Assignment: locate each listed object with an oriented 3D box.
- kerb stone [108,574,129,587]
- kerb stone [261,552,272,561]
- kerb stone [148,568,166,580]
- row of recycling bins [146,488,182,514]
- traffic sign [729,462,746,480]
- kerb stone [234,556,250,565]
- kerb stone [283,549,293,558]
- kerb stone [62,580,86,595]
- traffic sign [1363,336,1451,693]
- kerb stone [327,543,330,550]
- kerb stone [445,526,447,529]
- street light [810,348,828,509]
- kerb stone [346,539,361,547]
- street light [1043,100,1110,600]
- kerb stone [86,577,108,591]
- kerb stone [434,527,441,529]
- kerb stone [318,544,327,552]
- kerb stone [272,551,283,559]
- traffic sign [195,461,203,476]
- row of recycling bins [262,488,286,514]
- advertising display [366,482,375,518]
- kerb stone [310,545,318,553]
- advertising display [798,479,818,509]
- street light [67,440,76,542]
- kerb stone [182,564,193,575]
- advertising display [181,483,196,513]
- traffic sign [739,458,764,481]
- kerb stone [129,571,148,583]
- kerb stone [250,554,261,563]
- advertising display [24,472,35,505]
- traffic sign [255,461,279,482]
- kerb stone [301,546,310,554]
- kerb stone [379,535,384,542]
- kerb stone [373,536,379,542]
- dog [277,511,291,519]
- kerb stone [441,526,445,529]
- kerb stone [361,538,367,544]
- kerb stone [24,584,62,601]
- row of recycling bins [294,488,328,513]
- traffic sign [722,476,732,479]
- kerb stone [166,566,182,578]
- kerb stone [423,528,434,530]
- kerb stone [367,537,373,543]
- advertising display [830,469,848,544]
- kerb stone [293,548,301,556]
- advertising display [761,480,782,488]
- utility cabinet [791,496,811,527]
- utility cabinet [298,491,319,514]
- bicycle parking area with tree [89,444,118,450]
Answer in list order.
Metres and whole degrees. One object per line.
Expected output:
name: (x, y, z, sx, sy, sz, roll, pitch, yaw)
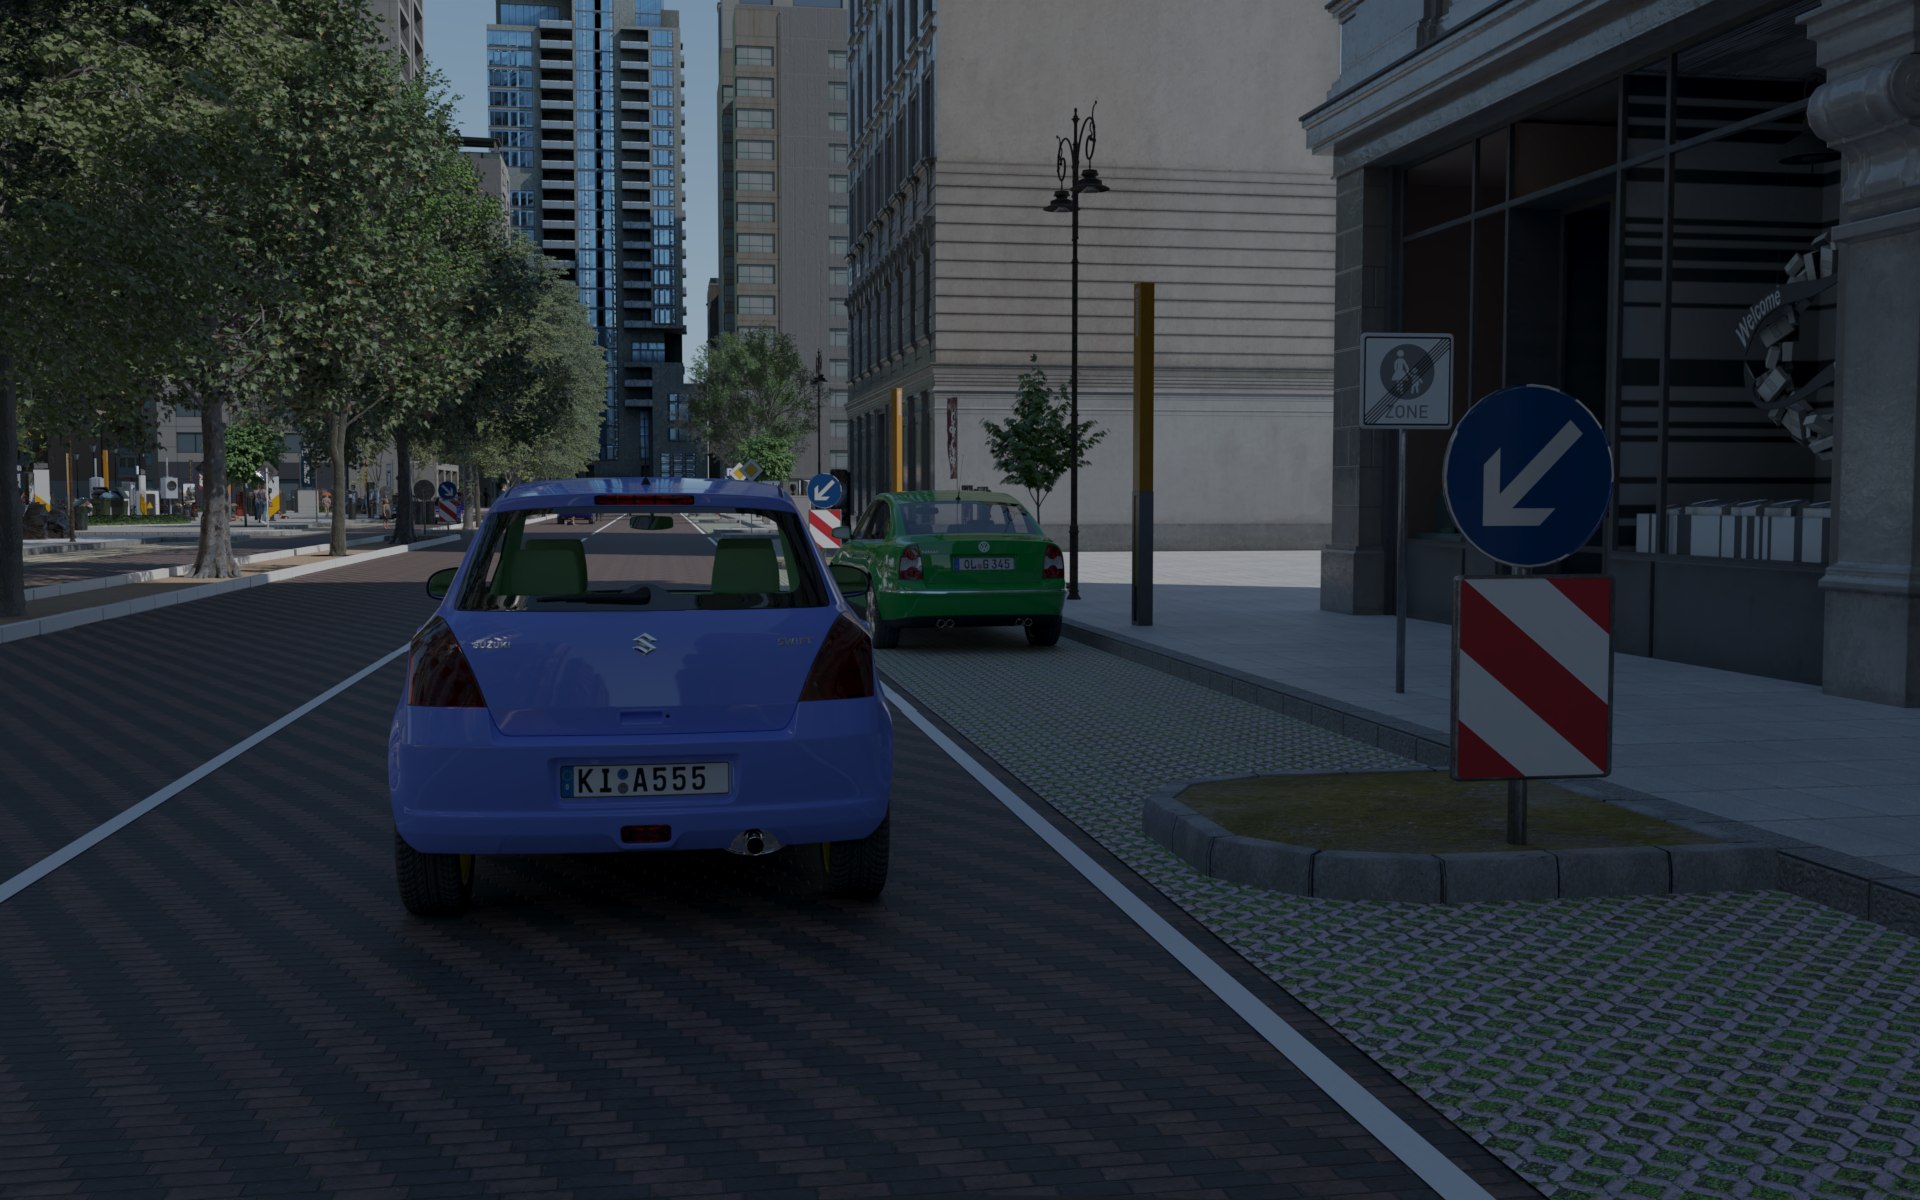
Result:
kerb stone: (-13.153, -0.284, 26.872, 0.120, 0.150, 1.000, -1, 4, -10)
kerb stone: (-14.922, -0.904, 36.983, 0.120, 0.150, 1.000, -1, 4, -10)
kerb stone: (-13.505, -0.410, 28.913, 0.120, 0.150, 1.000, -1, 4, -10)
row of recycling bins: (-51.769, -6.465, 112.809, 3.534, 1.692, 1.069, 2, 4, 25)
traffic sign: (-8.056, -3.752, 63.538, 0.795, 2.593, 0.064, -1, 4, -10)
kerb stone: (-14.567, -0.781, 34.967, 0.120, 0.150, 1.000, -1, 4, -10)
kerb stone: (-15.259, -1.028, 39.009, 0.120, 0.150, 1.000, -1, 4, -10)
kerb stone: (-12.805, -0.159, 24.855, 0.120, 0.150, 1.000, -1, 4, -10)
traffic sign: (2.839, -0.549, 11.103, 0.606, 2.300, 0.079, 0, 4, -7)
kerb stone: (-16.150, -1.338, 44.071, 0.120, 0.150, 1.000, -1, 4, -10)
kerb stone: (-20.278, -2.783, 67.777, 0.120, 0.150, 1.000, -1, 4, -10)
street light: (-4.480, -5.032, 55.064, 0.468, 5.910, 1.993, -1, 4, -10)
kerb stone: (-16.850, -1.582, 48.115, 0.120, 0.150, 1.000, -1, 4, -10)
street light: (1.384, -2.943, 20.899, 0.468, 5.910, 1.993, -1, 4, -10)
kerb stone: (-12.984, -0.224, 25.861, 0.120, 0.150, 1.000, -1, 4, -10)
kerb stone: (-19.921, -2.664, 65.760, 0.120, 0.150, 1.000, -1, 4, -10)
kerb stone: (-15.971, -1.276, 43.065, 0.120, 0.150, 1.000, -1, 4, -10)
kerb stone: (-15.088, -0.964, 37.997, 0.120, 0.150, 1.000, -1, 4, -10)
traffic sign: (-22.941, -3.100, 52.874, 0.795, 2.593, 0.064, -1, 4, -10)
row of recycling bins: (-43.871, -6.337, 110.726, 1.069, 1.692, 3.534, 0, 4, -7)
advertising display: (-31.508, -5.347, 92.634, 0.123, 1.923, 0.974, 0, 3, 0)
kerb stone: (-15.800, -1.214, 42.045, 0.120, 0.150, 1.000, -1, 4, -10)
advertising display: (-7.772, -5.117, 88.877, 0.974, 1.923, 0.123, -2, 4, -35)
street light: (-23.825, -4.497, 46.319, 0.468, 5.910, 1.993, -1, 4, -10)
kerb stone: (-13.863, -0.534, 30.932, 0.120, 0.150, 1.000, -1, 4, -10)
advertising display: (-45.427, -5.920, 102.003, 0.123, 1.923, 0.974, 1, 4, 20)
traffic sign: (-6.687, -3.271, 55.671, 0.795, 2.593, 0.064, -1, 4, -10)
kerb stone: (-13.334, -0.348, 27.894, 0.120, 0.150, 1.000, -1, 4, -10)
kerb stone: (-14.746, -0.838, 35.973, 0.120, 0.150, 1.000, -1, 4, -10)
advertising display: (-27.395, -2.802, 51.025, 0.123, 1.923, 0.974, -1, 4, -20)
traffic sign: (-24.310, -3.581, 60.741, 0.795, 2.593, 0.064, -1, 4, -10)
kerb stone: (-15.620, -1.149, 41.029, 0.120, 0.150, 1.000, -1, 4, -10)
kerb stone: (-17.553, -1.832, 52.142, 0.120, 0.150, 1.000, -1, 4, -10)
kerb stone: (-17.376, -1.770, 51.136, 0.120, 0.150, 1.000, -1, 4, -10)
dog: (-34.633, -4.339, 88.679, 0.748, 0.427, 0.550, 1, 4, 19)
kerb stone: (-20.091, -2.719, 66.768, 0.120, 0.150, 1.000, -1, 4, -10)
kerb stone: (-17.030, -1.641, 49.122, 0.120, 0.150, 1.000, -1, 4, -10)
kerb stone: (-12.628, -0.097, 23.839, 0.120, 0.150, 1.000, -1, 4, -10)
row of recycling bins: (-44.908, -6.892, 119.802, 1.069, 1.692, 3.534, 1, 4, 11)
traffic sign: (-16.139, -7.328, 119.923, 0.768, 2.556, 0.104, 0, 4, -6)
kerb stone: (-13.684, -0.472, 29.919, 0.120, 0.150, 1.000, -1, 4, -10)
kerb stone: (-19.575, -2.541, 63.742, 0.120, 0.150, 1.000, -1, 4, -10)
kerb stone: (-17.199, -1.705, 50.129, 0.120, 0.150, 1.000, -1, 4, -10)
advertising display: (-3.125, -2.419, 44.762, 0.123, 1.923, 0.974, 1, 4, 17)
kerb stone: (-15.445, -1.090, 40.022, 0.120, 0.150, 1.000, -1, 4, -10)
advertising display: (-8.594, -4.504, 78.855, 0.974, 1.923, 0.123, 1, 4, 16)
utility cabinet: (-6.293, -3.412, 66.945, 1.020, 1.237, 0.306, 0, 4, 2)
utility cabinet: (-41.195, -6.165, 109.477, 1.173, 1.500, 0.318, 0, 4, -4)
bicycle parking area with tree: (-50.488, -7.032, 101.971, 9.016, 4.147, 8.231, 0, 4, 0)
